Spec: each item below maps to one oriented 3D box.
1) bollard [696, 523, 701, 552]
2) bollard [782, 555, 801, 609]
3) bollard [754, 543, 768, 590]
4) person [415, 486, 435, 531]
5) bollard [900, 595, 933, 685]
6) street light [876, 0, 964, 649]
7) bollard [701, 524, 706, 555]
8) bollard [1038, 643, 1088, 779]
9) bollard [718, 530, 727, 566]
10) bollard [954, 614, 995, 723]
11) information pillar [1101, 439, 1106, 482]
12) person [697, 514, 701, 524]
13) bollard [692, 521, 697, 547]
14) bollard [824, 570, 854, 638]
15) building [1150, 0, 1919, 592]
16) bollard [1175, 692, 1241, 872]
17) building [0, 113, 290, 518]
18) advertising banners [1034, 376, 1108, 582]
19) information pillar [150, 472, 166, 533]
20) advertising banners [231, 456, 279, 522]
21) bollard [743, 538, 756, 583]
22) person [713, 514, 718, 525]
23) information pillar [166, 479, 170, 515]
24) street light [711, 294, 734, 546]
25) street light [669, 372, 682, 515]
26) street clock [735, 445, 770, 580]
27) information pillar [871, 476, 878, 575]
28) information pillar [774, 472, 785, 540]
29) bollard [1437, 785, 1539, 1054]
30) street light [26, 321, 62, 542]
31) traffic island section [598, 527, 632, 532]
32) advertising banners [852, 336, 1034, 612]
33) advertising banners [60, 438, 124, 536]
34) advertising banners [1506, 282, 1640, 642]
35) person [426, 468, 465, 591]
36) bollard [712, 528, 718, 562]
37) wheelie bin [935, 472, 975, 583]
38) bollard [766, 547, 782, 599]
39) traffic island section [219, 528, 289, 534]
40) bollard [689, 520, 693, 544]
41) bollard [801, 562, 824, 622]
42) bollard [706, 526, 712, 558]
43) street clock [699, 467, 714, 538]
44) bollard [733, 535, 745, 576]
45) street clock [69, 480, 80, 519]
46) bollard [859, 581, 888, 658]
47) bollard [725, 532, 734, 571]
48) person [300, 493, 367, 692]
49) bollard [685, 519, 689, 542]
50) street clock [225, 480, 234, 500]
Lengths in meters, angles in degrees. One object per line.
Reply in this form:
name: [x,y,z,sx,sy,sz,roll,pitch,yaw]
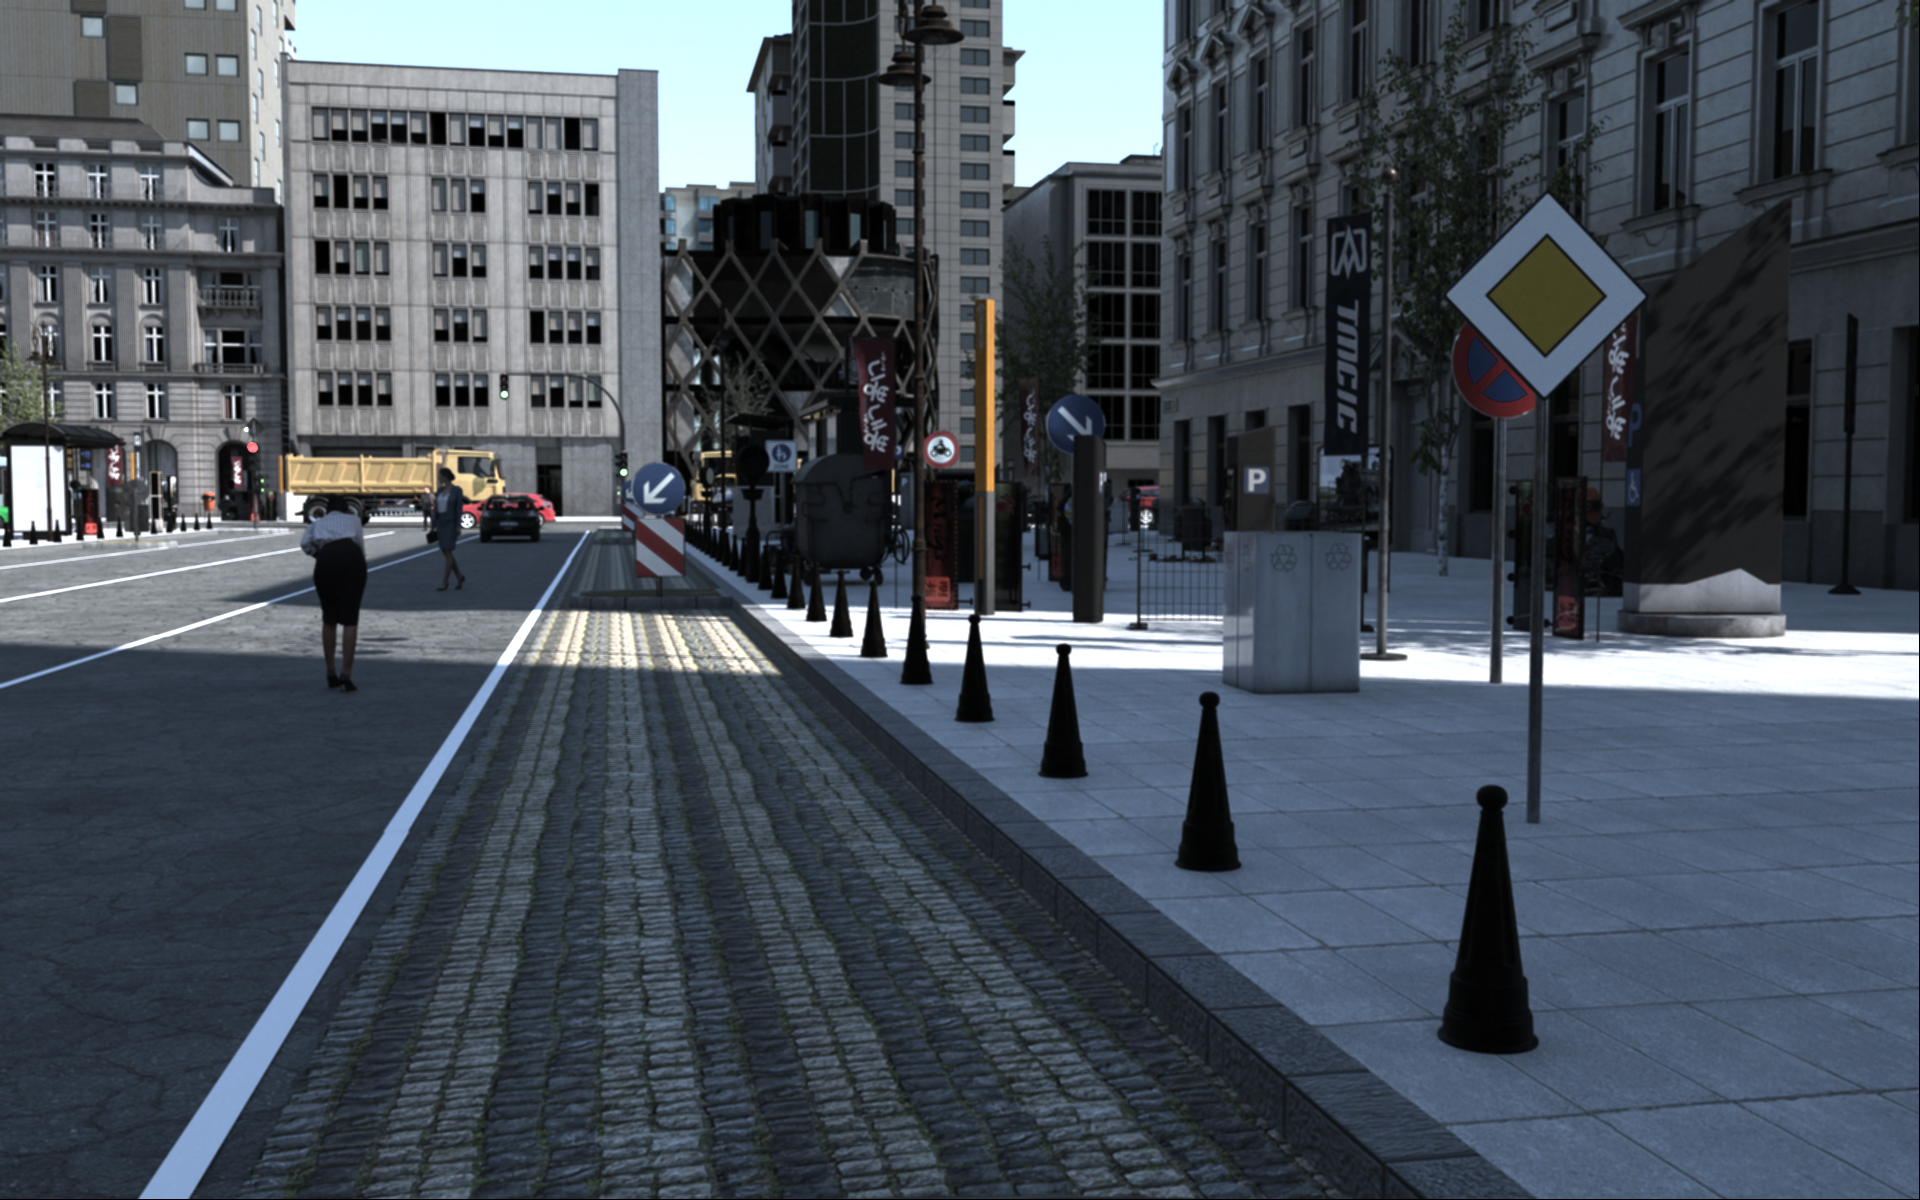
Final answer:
bollard: [-5.688,-1.377,38.562,0.229,0.601,0.229,0,3,0]
bollard: [-1.835,-0.205,19.393,0.229,0.601,0.229,0,3,0]
bollard: [-2.606,-0.439,23.218,0.229,0.601,0.229,0,3,0]
person: [-20.805,-3.571,67.423,0.617,1.759,0.750,1,4,12]
bollard: [-0.295,0.264,11.729,0.229,0.601,0.229,0,3,0]
street light: [-0.339,-2.532,14.193,0.468,5.910,1.993,-1,4,-11]
bollard: [-5.307,-1.260,36.648,0.229,0.601,0.229,0,3,0]
bollard: [0.472,0.498,7.903,0.229,0.601,0.229,0,3,0]
bollard: [-4.150,-0.909,30.898,0.229,0.601,0.229,0,3,0]
bollard: [0.082,0.381,9.815,0.229,0.601,0.229,0,3,0]
information pillar: [5.344,-4.591,66.411,0.504,3.616,0.183,-1,4,-14]
person: [-12.246,-4.506,82.039,0.709,1.838,0.599,-2,4,-30]
bollard: [-6.073,-1.494,40.475,0.229,0.601,0.229,0,3,0]
bollard: [-1.067,0.030,15.558,0.229,0.601,0.229,0,3,0]
building: [18.171,-15.754,33.992,17.030,29.872,44.131,-1,4,-11]
bollard: [0.858,0.616,5.972,0.229,0.601,0.229,0,3,0]
building: [-49.380,-15.630,97.358,24.055,21.916,13.314,-1,4,-11]
advertising banners: [1.471,-1.779,25.271,0.090,3.025,2.074,-2,4,-34]
information pillar: [-26.416,-3.208,56.938,0.304,2.012,0.304,-1,4,-10]
advertising banners: [-32.728,-5.150,80.389,2.074,3.025,0.090,-3,4,-37]
bollard: [-2.990,-0.556,25.131,0.229,0.601,0.229,0,3,0]
person: [-11.399,-4.407,81.109,0.362,1.759,0.519,3,5,41]
information pillar: [-38.644,-4.880,84.277,0.304,2.012,0.304,-3,5,-44]
street light: [-5.512,-4.126,40.243,0.468,5.910,1.993,-1,4,-11]
street light: [-10.849,-5.702,66.023,0.468,5.910,1.993,-1,4,-11]
street clock: [-3.078,-1.293,25.710,0.471,2.002,0.358,-2,4,-25]
information pillar: [-1.357,-2.216,27.579,0.183,3.616,0.504,0,4,-2]
information pillar: [-5.080,-2.705,48.723,0.304,2.012,0.304,0,4,-6]
bollard: [1.242,0.733,4.059,0.229,0.601,0.229,0,3,0]
street light: [-24.480,-4.504,46.427,0.468,5.910,1.993,-1,4,-11]
traffic island section: [-12.806,-2.682,66.137,2.009,0.180,2.903,-1,4,-11]
advertising banners: [-0.225,-1.400,19.081,2.074,3.025,0.090,1,4,19]
advertising banners: [-27.032,-3.519,53.725,2.074,3.025,0.090,-1,4,-18]
advertising banners: [5.422,-1.175,15.393,0.090,3.025,2.074,-1,4,-10]
person: [-7.616,-1.063,25.897,0.581,1.822,0.654,3,4,37]
bollard: [-4.536,-1.026,32.823,0.229,0.601,0.229,0,3,0]
wheelie bin: [-0.007,-1.059,25.216,0.980,1.594,0.693,-1,4,-16]
bollard: [-2.223,-0.322,21.305,0.229,0.601,0.229,0,3,0]
traffic island section: [-25.839,-2.523,63.533,2.009,0.180,2.903,-1,4,-11]
bollard: [-6.458,-1.611,42.388,0.229,0.601,0.229,0,3,0]
bollard: [-1.450,-0.087,17.471,0.229,0.601,0.229,0,3,0]
bollard: [-4.921,-1.143,34.736,0.229,0.601,0.229,0,3,0]
street clock: [-6.839,-2.583,46.805,0.358,2.002,0.471,1,4,20]
bollard: [-3.380,-0.674,27.059,0.229,0.601,0.229,0,3,0]
street clock: [-45.595,-5.180,89.261,0.358,2.002,0.471,1,4,23]
bollard: [-0.680,0.147,13.642,0.229,0.601,0.229,0,3,0]
bollard: [-3.768,-0.792,28.982,0.229,0.601,0.229,0,3,0]
person: [-4.578,-0.069,12.823,0.799,1.438,0.628,3,5,40]
bollard: [-6.845,-1.729,44.317,0.229,0.601,0.229,0,3,0]
street clock: [-36.262,-4.986,86.089,0.471,2.002,0.358,-3,5,-40]
